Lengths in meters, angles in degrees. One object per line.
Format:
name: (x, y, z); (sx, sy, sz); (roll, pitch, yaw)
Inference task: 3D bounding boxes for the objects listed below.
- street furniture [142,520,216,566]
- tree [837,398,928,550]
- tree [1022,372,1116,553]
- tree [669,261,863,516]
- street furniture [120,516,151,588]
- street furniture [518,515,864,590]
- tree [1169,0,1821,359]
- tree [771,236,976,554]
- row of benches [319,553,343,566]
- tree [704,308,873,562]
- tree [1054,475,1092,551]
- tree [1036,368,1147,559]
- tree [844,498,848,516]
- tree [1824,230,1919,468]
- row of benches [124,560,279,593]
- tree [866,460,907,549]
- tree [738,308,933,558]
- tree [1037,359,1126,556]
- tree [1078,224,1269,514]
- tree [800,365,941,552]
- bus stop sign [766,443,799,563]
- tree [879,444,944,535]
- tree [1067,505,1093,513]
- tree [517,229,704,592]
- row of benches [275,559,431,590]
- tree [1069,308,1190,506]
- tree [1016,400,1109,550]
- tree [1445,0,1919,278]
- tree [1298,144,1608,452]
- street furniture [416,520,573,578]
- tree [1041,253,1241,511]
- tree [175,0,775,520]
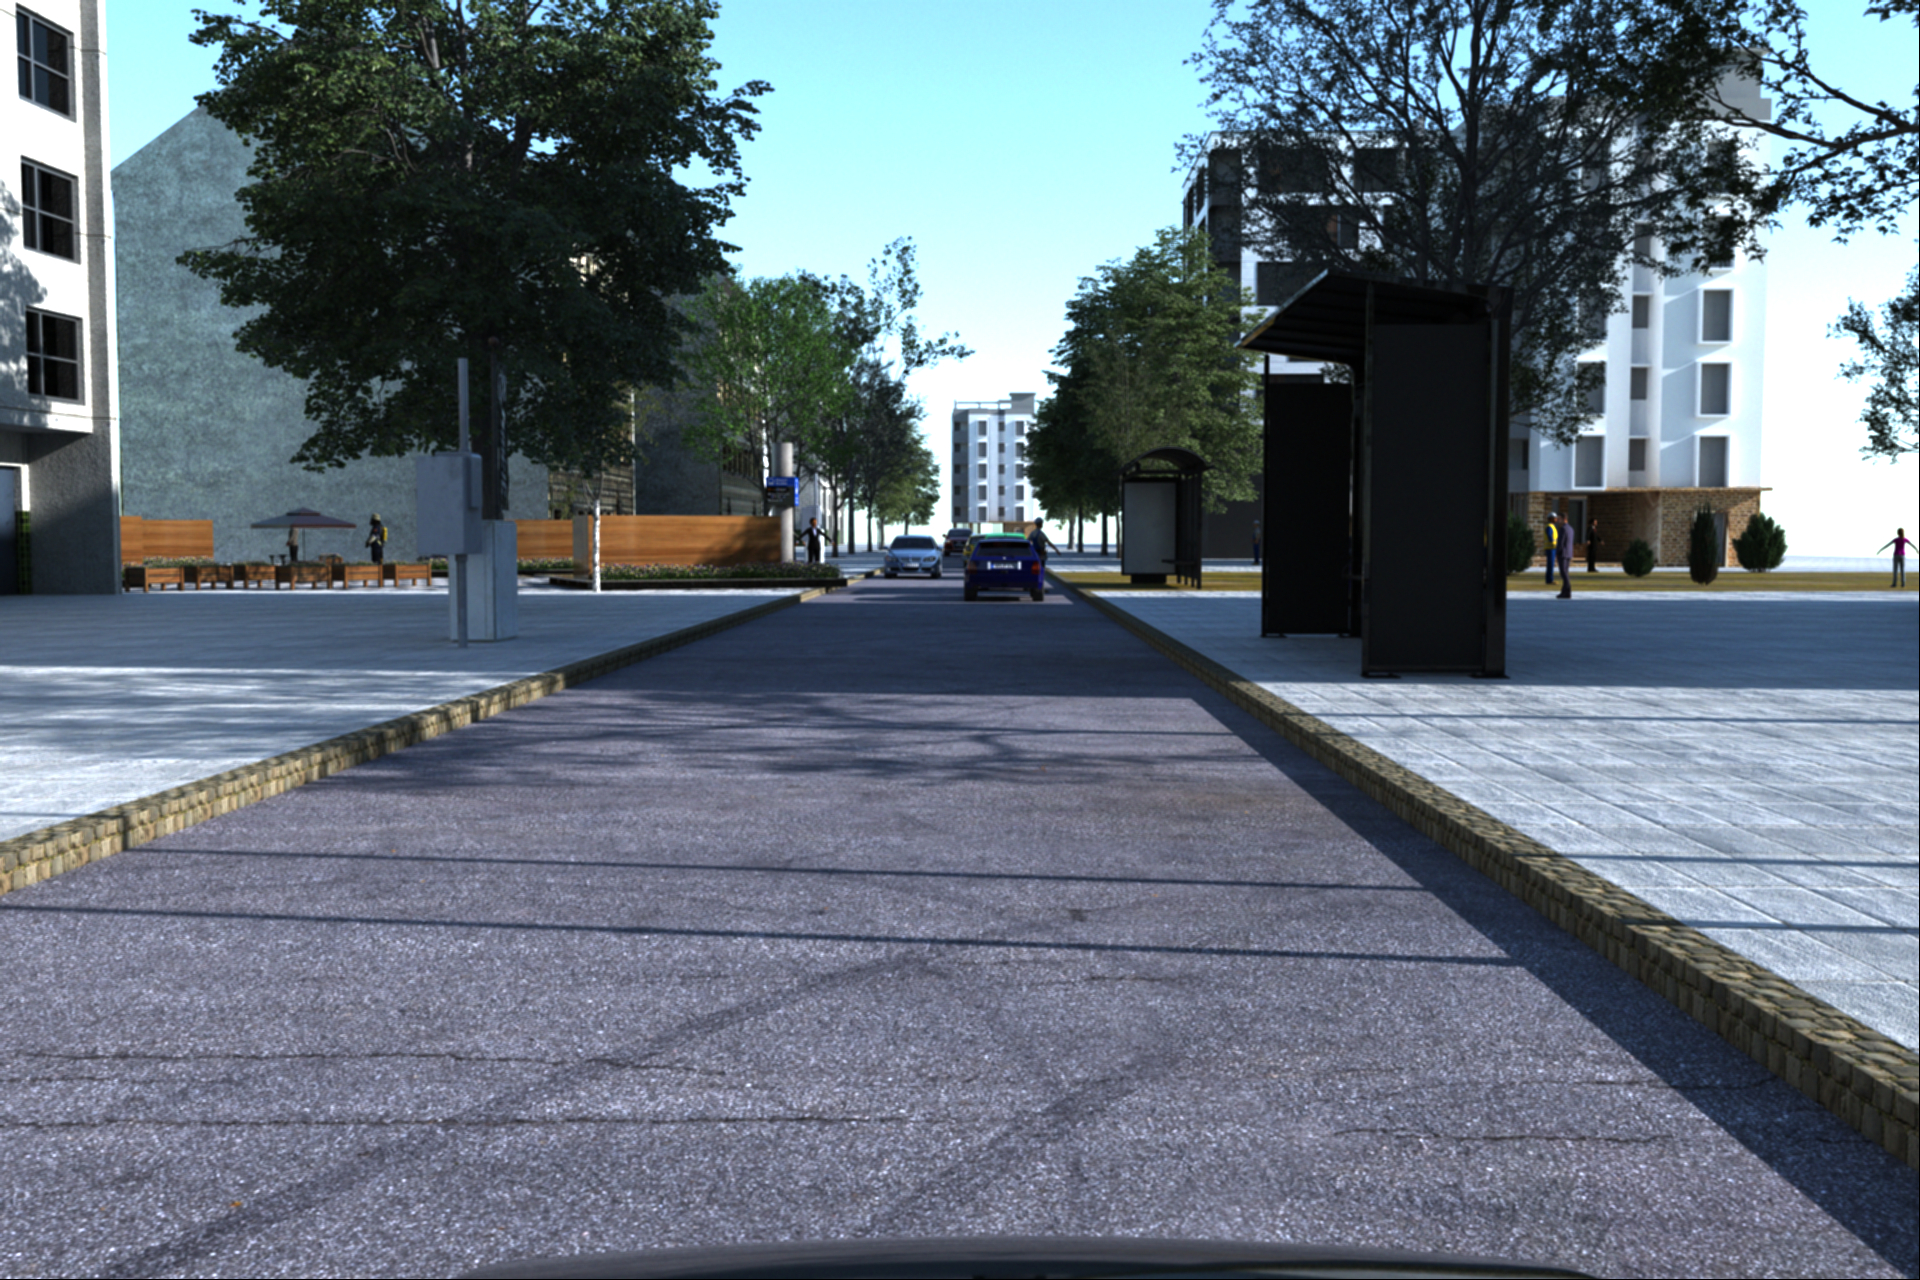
street furniture: (-27.800, -2.896, 54.203); (9.812, 1.723, 11.010); (-2, 4, -26)
tree: (-6.180, -13.398, 137.185); (7.486, 12.596, 7.792); (0, 3, 0)
tree: (7.994, -12.333, 119.775); (7.486, 12.596, 7.792); (0, 3, 0)
tree: (-7.396, -8.575, 65.961); (9.928, 11.665, 9.643); (0, 3, 0)
street furniture: (-24.350, -2.145, 41.931); (9.812, 1.723, 11.010); (-2, 4, -31)
street furniture: (-5.996, -2.199, 42.811); (11.010, 1.723, 9.812); (-2, 4, -23)
tree: (7.818, -7.164, 27.508); (12.009, 13.543, 11.850); (0, 3, 0)
tree: (-5.730, -15.519, 109.621); (12.611, 20.169, 13.585); (0, 3, 0)
row of benches: (-20.533, -2.510, 56.496); (1.422, 0.672, 4.104); (-1, 4, -21)
tree: (-7.836, -9.404, 79.512); (9.928, 11.665, 9.643); (0, 3, 0)
tree: (8.782, -11.191, 133.329); (4.737, 8.622, 4.395); (0, 3, 0)
tree: (8.232, -9.468, 89.216); (8.767, 10.594, 7.601); (0, 4, -1)
tree: (-16.495, -17.232, 232.100); (4.737, 8.622, 4.395); (0, 3, 0)
tree: (28.900, -7.015, 49.114); (8.767, 10.594, 7.601); (-3, 5, -41)
row of benches: (-17.326, -1.496, 39.920); (1.422, 0.672, 4.104); (1, 4, 23)
tree: (-7.016, -11.856, 144.214); (4.360, 8.622, 3.978); (0, 3, 0)
tree: (-6.632, -11.197, 93.444); (12.009, 13.543, 11.850); (0, 3, 0)
tree: (8.451, -11.327, 103.328); (7.486, 12.596, 7.792); (0, 3, 0)
tree: (7.850, -8.944, 64.363); (7.486, 12.596, 7.792); (0, 3, 0)
tree: (-6.579, -13.143, 125.253); (12.009, 13.543, 11.850); (0, 3, 0)
bus stop sign: (-5.141, -3.737, 50.118); (0.837, 3.901, 0.837); (0, 4, 2)
tree: (-7.011, -19.754, 229.628); (9.857, 13.997, 8.962); (0, 3, 0)
tree: (15.364, -18.998, 236.373); (9.928, 11.665, 9.643); (0, 3, 0)
tree: (-8.204, -5.364, 38.071); (4.360, 8.622, 3.978); (0, 3, 0)
row of benches: (-14.414, -1.568, 41.096); (1.422, 0.672, 4.104); (2, 4, 34)
tree: (5.261, -6.546, 57.388); (4.360, 8.622, 3.978); (0, 3, 0)
tree: (9.198, -14.446, 142.845); (9.857, 13.997, 8.962); (0, 3, 0)
tree: (7.423, -4.685, 11.019); (8.767, 10.594, 7.601); (0, 4, 1)
tree: (11.657, -6.518, 40.988); (7.601, 10.594, 8.767); (2, 4, 25)
street furniture: (-14.699, -2.879, 53.923); (9.812, 1.723, 11.010); (-1, 4, -19)
tree: (8.542, -10.529, 78.797); (9.857, 13.997, 8.962); (0, 3, 0)
tree: (-7.948, -7.466, 28.728); (9.857, 13.997, 8.962); (0, 3, 0)
